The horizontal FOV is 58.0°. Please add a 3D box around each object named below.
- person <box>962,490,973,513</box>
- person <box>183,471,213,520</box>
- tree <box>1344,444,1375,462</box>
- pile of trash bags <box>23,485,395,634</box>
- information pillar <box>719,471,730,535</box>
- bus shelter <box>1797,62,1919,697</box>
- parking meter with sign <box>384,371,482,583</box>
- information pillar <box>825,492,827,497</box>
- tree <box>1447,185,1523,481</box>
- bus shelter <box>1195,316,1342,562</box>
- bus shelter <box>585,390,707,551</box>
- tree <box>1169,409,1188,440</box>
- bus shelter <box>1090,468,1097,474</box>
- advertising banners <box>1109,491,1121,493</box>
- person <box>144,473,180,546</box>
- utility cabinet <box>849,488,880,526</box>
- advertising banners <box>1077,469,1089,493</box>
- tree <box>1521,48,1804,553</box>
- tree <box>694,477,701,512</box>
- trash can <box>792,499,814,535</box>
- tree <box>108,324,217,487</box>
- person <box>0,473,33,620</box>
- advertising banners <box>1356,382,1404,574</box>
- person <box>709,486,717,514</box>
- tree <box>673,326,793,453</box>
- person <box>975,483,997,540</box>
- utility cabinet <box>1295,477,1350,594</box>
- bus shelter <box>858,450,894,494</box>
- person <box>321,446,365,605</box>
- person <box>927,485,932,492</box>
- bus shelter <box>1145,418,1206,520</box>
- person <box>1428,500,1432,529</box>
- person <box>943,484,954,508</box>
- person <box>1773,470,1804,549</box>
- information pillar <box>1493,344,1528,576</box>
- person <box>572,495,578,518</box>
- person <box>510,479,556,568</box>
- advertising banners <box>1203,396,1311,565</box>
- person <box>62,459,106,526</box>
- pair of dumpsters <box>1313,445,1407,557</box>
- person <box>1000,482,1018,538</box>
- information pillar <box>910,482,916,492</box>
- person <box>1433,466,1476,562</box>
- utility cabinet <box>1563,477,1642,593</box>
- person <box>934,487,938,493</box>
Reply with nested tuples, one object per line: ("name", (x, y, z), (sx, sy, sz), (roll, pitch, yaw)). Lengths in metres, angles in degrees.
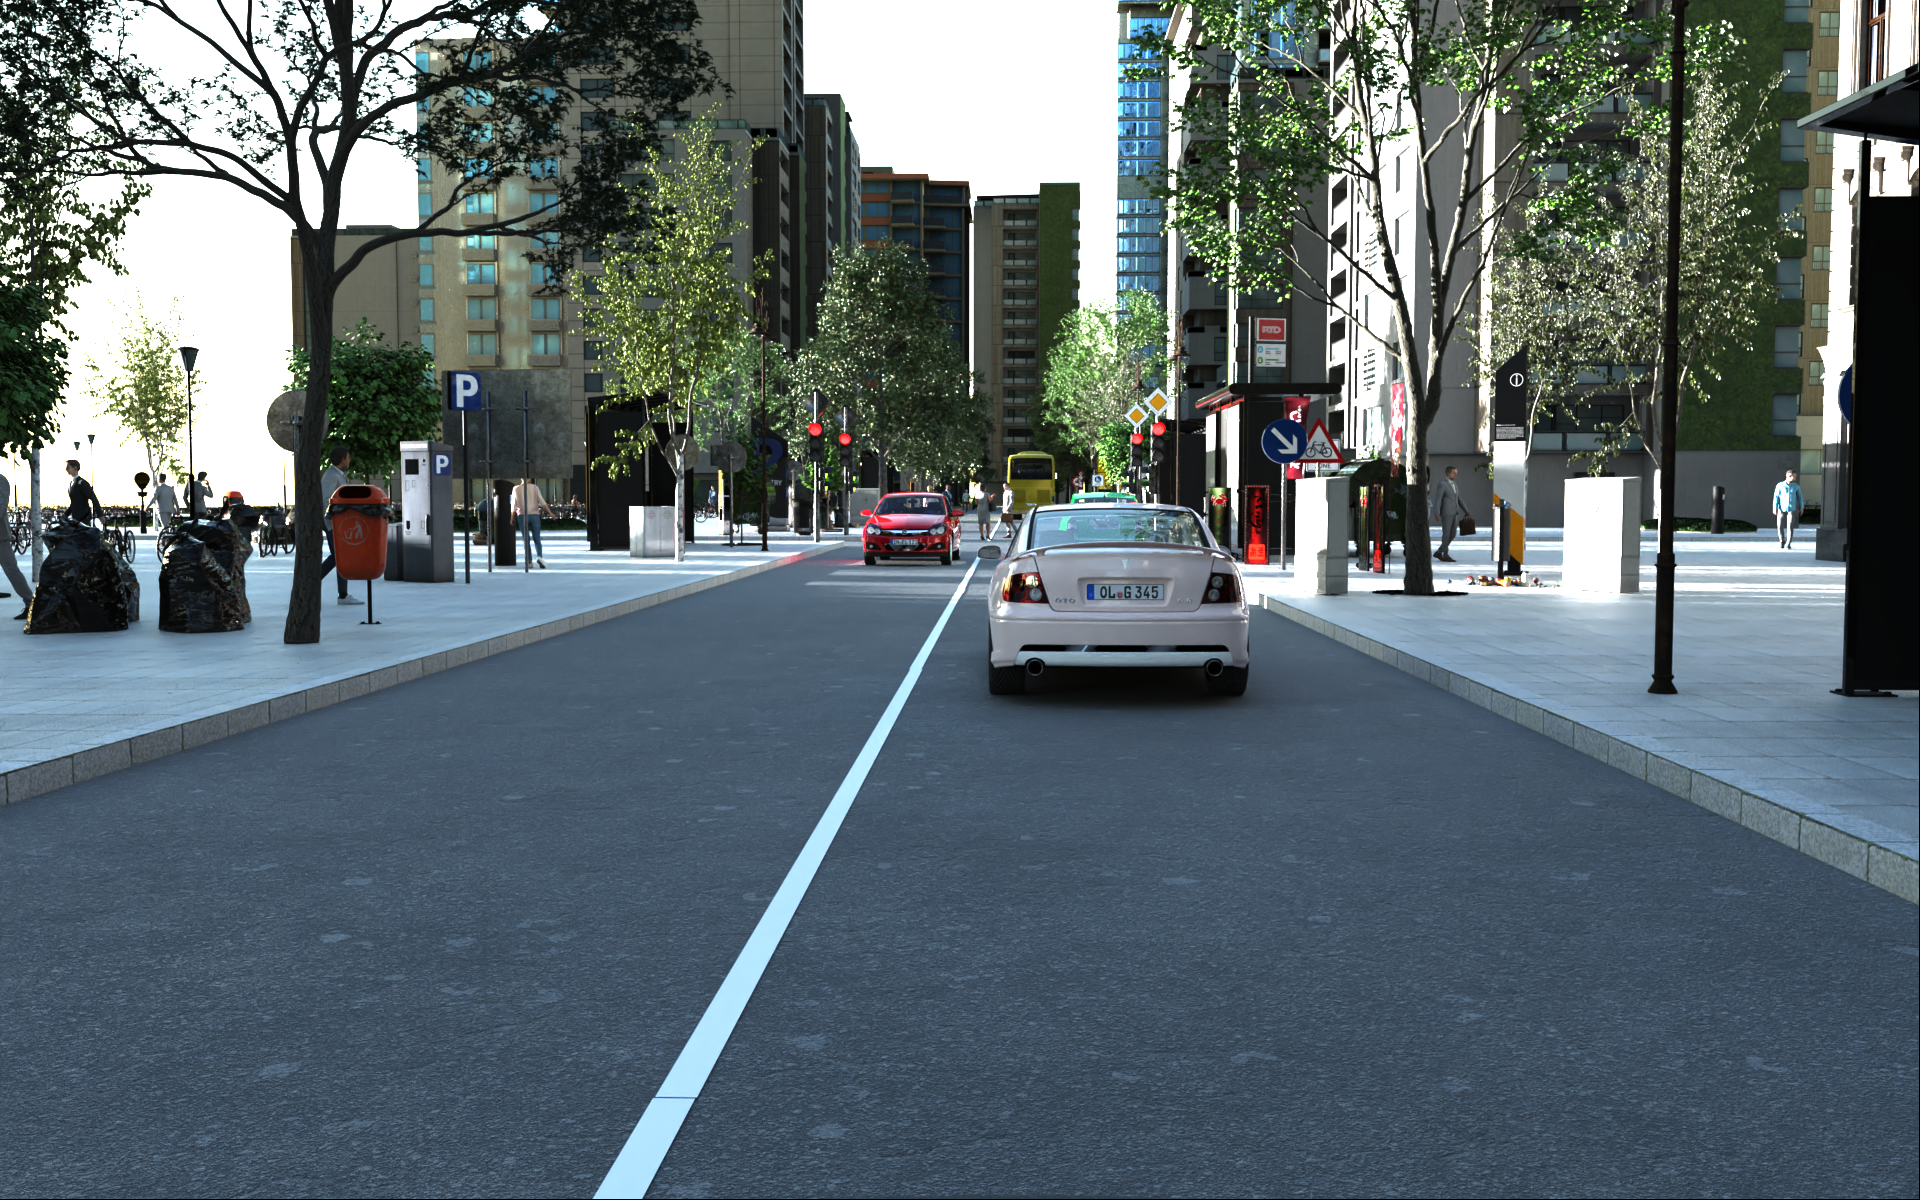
("person", (0.555, -7.346, 129.093), (0.782, 1.767, 0.515), (-1, 4, -14))
("person", (-17.258, -2.020, 39.252), (0.592, 1.802, 0.473), (2, 4, 24))
("tree", (15.986, -4.416, 66.797), (1.663, 3.219, 1.824), (0, 3, 0))
("pile of trash bags", (-7.219, -0.429, 16.766), (3.447, 1.369, 1.912), (0, 4, -3))
("information pillar", (-7.315, -3.026, 53.966), (0.304, 2.012, 0.304), (-2, 4, -34))
("bus shelter", (6.026, -1.016, 7.902), (1.731, 3.624, 6.357), (0, 4, 2))
("parking meter with sign", (-7.757, -1.773, 25.249), (1.738, 3.016, 0.543), (2, 4, 34))
("information pillar", (-6.668, -5.856, 87.105), (0.183, 3.616, 0.504), (1, 4, 11))
("tree", (12.934, -5.433, 39.195), (4.360, 8.622, 3.978), (0, 3, 0))
("bus shelter", (6.269, -3.625, 36.906), (2.179, 5.291, 8.768), (0, 4, 2))
("bus shelter", (-7.528, -3.111, 42.145), (1.731, 3.624, 6.357), (0, 4, 2))
("tree", (13.968, -10.578, 123.316), (4.360, 8.622, 3.978), (0, 3, 0))
("bus shelter", (10.577, -8.076, 125.959), (2.014, 3.302, 5.546), (0, 4, 2))
("advertising banners", (8.433, -6.084, 95.654), (2.074, 3.025, 0.090), (3, 4, 38))
("person", (-19.390, -2.195, 42.206), (0.850, 1.792, 0.678), (2, 4, 28))
("utility cabinet", (-3.744, -3.631, 68.041), (1.173, 1.500, 0.318), (1, 4, 16))
("advertising banners", (9.042, -7.567, 119.912), (2.074, 3.025, 0.090), (-1, 4, -18))
("tree", (11.913, -4.816, 29.098), (4.360, 8.622, 3.978), (0, 3, 0))
("tree", (-19.383, -7.960, 124.743), (1.663, 3.219, 1.824), (0, 3, 0))
("trash can", (-4.888, -2.592, 54.027), (0.748, 1.137, 0.748), (0, 3, 0))
("tree", (-34.357, -7.573, 74.185), (4.360, 8.622, 3.978), (0, 3, 0))
("person", (-9.799, -0.689, 17.580), (0.678, 1.792, 0.850), (3, 5, 40))
("advertising banners", (6.822, -1.955, 28.152), (0.090, 3.025, 2.074), (0, 4, -5))
("person", (-16.186, -6.570, 113.494), (0.581, 1.822, 0.654), (0, 4, -8))
("tree", (-13.738, -10.864, 103.375), (9.928, 11.665, 9.643), (0, 3, 0))
("person", (0.856, -2.760, 53.986), (0.716, 1.782, 0.532), (2, 4, 27))
("utility cabinet", (4.670, -0.841, 22.435), (0.318, 1.500, 1.173), (-1, 4, -8))
("bus shelter", (-4.147, -6.029, 89.862), (1.731, 3.624, 6.357), (0, 4, 2))
("person", (-7.331, -0.871, 20.126), (0.795, 1.843, 0.661), (0, 4, -8))
("person", (-0.922, -3.242, 62.184), (0.731, 1.740, 0.598), (-1, 4, -20))
("bus shelter", (7.105, -3.985, 56.445), (1.731, 3.624, 6.357), (0, 4, 2))
("person", (16.111, -3.030, 59.869), (0.425, 1.301, 0.394), (1, 4, 9))
("person", (-0.481, -3.521, 66.256), (0.419, 1.800, 0.721), (2, 4, 25))
("person", (19.361, -2.113, 40.453), (0.638, 1.841, 0.748), (2, 4, 32))
("information pillar", (8.663, -2.195, 27.243), (0.504, 3.616, 0.183), (2, 4, 28))
("person", (-18.181, -4.349, 81.813), (0.362, 1.253, 0.373), (3, 4, 37))
("person", (-7.344, -1.419, 29.920), (0.731, 1.740, 0.598), (-2, 4, -30))
("advertising banners", (5.374, -2.155, 31.419), (2.074, 3.025, 0.090), (2, 4, 35))
("person", (-14.432, -1.374, 28.286), (0.755, 1.850, 0.659), (-3, 5, -43))
("pair of dumpsters", (8.545, -2.097, 36.785), (1.574, 2.255, 4.437), (0, 4, 2))
("person", (1.566, -2.923, 56.413), (0.853, 1.813, 0.709), (-2, 4, -32))
("information pillar", (-2.788, -6.053, 103.453), (0.304, 2.012, 0.304), (1, 4, 9))
("person", (9.292, -1.630, 32.812), (0.709, 1.813, 0.853), (-3, 5, -43))
("utility cabinet", (8.411, -0.860, 22.739), (0.318, 1.500, 1.173), (-1, 4, -17))
("person", (-1.270, -4.956, 89.719), (0.419, 1.800, 0.721), (0, 4, -8))
